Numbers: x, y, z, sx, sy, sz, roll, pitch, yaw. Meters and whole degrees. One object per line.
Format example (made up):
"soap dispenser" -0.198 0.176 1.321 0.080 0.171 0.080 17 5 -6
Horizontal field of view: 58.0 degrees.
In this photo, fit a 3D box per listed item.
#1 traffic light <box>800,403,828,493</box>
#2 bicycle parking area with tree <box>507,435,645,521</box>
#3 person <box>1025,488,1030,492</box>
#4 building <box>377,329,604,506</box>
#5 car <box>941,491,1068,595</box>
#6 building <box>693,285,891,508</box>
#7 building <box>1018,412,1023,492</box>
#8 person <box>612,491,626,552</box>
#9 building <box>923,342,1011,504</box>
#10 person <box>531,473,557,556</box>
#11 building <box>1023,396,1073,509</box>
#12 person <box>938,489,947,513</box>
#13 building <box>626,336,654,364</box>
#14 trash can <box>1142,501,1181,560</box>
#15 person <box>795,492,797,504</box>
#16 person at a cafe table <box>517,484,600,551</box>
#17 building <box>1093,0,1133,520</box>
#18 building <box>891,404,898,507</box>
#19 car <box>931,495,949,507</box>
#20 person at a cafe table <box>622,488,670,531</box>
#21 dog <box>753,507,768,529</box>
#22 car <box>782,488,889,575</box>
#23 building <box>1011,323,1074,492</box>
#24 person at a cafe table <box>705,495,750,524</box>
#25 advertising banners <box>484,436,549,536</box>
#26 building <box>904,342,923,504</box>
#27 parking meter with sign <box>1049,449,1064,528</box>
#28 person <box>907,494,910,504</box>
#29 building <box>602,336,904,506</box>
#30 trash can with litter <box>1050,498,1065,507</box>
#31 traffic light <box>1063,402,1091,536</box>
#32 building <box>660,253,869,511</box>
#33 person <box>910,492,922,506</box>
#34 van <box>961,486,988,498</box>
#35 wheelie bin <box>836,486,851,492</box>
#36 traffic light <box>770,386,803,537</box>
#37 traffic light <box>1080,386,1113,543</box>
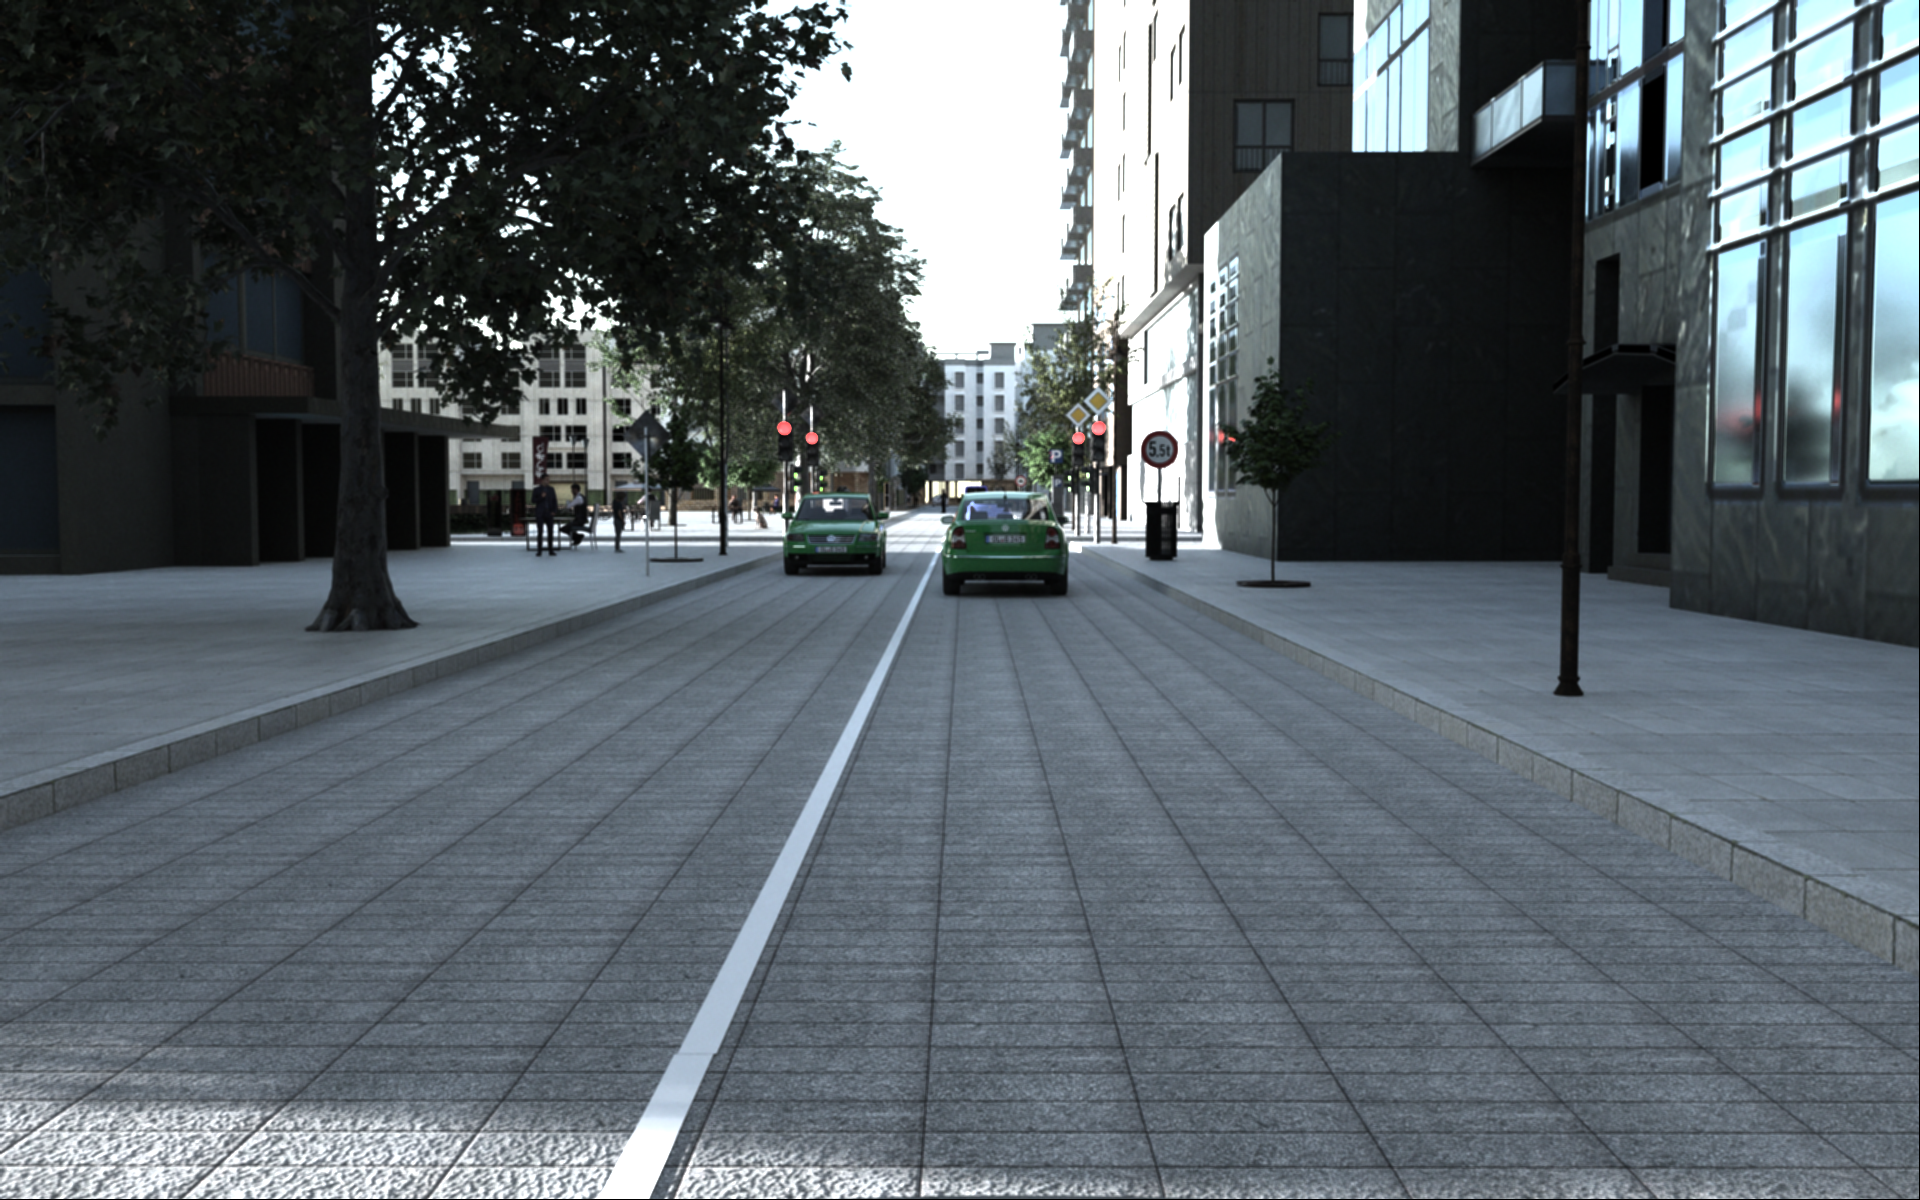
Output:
"traffic light" -4.487 -3.924 53.075 0.839 4.253 0.868 0 4 0
"bicycle parking area with tree" -18.937 -6.116 86.994 9.016 4.147 8.231 0 4 7
"person" 5.204 -7.877 134.917 1.350 1.814 0.705 2 4 33
"building" -54.130 -20.052 194.302 31.486 18.905 16.747 0 4 0
"car" 0.672 -1.050 25.972 1.959 1.807 4.718 0 4 1
"building" -15.298 -17.698 155.819 16.747 18.905 31.486 0 4 0
"building" 10.874 -14.371 177.112 9.099 9.664 28.070 0 4 0
"person" -7.503 -1.725 38.149 0.435 1.345 0.340 3 5 41
"building" 1.452 -22.351 221.851 11.380 20.091 16.016 0 4 0
"person" -8.632 -1.775 35.984 0.541 1.710 0.530 -1 4 -20
"building" 10.666 -12.649 148.954 9.099 9.664 28.070 0 4 0
"person" -1.273 -7.480 130.933 0.705 1.807 1.348 2 4 30
"building" -32.016 -23.492 228.061 32.646 21.610 27.936 0 4 0
"trash can" 3.912 -1.345 33.636 0.748 1.137 0.748 0 3 0
"person" -7.302 -4.506 79.851 0.598 1.807 0.434 0 4 4
"person at a cafe table" -9.133 -1.915 39.825 1.622 1.524 1.698 0 4 2
"building" 14.421 -26.899 89.902 14.600 45.320 14.200 0 4 0
"building" -14.283 -19.618 177.171 16.016 20.091 11.380 0 4 0
"car" -2.262 -11.449 199.556 2.083 1.381 4.827 0 3 0
"person at a cafe table" -10.989 -3.178 60.472 1.698 1.524 1.622 -3 4 -37
"dog" -7.293 -3.062 64.440 0.800 0.831 0.513 0 4 -7
"car" -2.290 -1.434 32.240 1.959 1.807 4.718 0 4 -1
"building" 14.323 -20.822 196.864 16.016 20.091 11.380 0 4 0
"person at a cafe table" -10.052 -3.978 75.901 1.698 1.238 1.726 1 4 15
"advertising banners" -13.443 -3.447 52.546 2.074 3.025 0.090 0 4 6
"building" -10.024 -22.366 222.104 11.380 20.091 16.016 0 4 0
"parking meter with sign" 3.719 -4.295 66.478 0.543 3.016 1.738 0 4 1
"person" -6.323 -11.999 207.870 0.628 1.438 0.799 -1 4 -17
"building" -22.346 -20.076 194.699 31.486 18.905 16.747 0 4 0
"trash can with litter" 4.186 -3.844 74.230 0.624 1.170 1.055 0 4 3
"traffic light" 3.594 -3.923 53.062 0.839 4.253 0.868 0 4 0
"building" -14.298 -16.987 134.162 16.016 20.091 11.380 0 4 0
"person" -4.664 -10.928 184.805 1.348 1.812 0.705 -1 4 -15
"van" 1.202 -7.799 131.902 2.240 2.365 5.245 0 4 0
"wheelie bin" -4.675 -3.747 69.177 0.693 1.594 0.980 2 4 25
"traffic light" -4.515 -3.435 45.090 0.839 4.253 0.868 0 4 0
"traffic light" 3.566 -3.435 45.077 0.839 4.253 0.868 0 4 0
